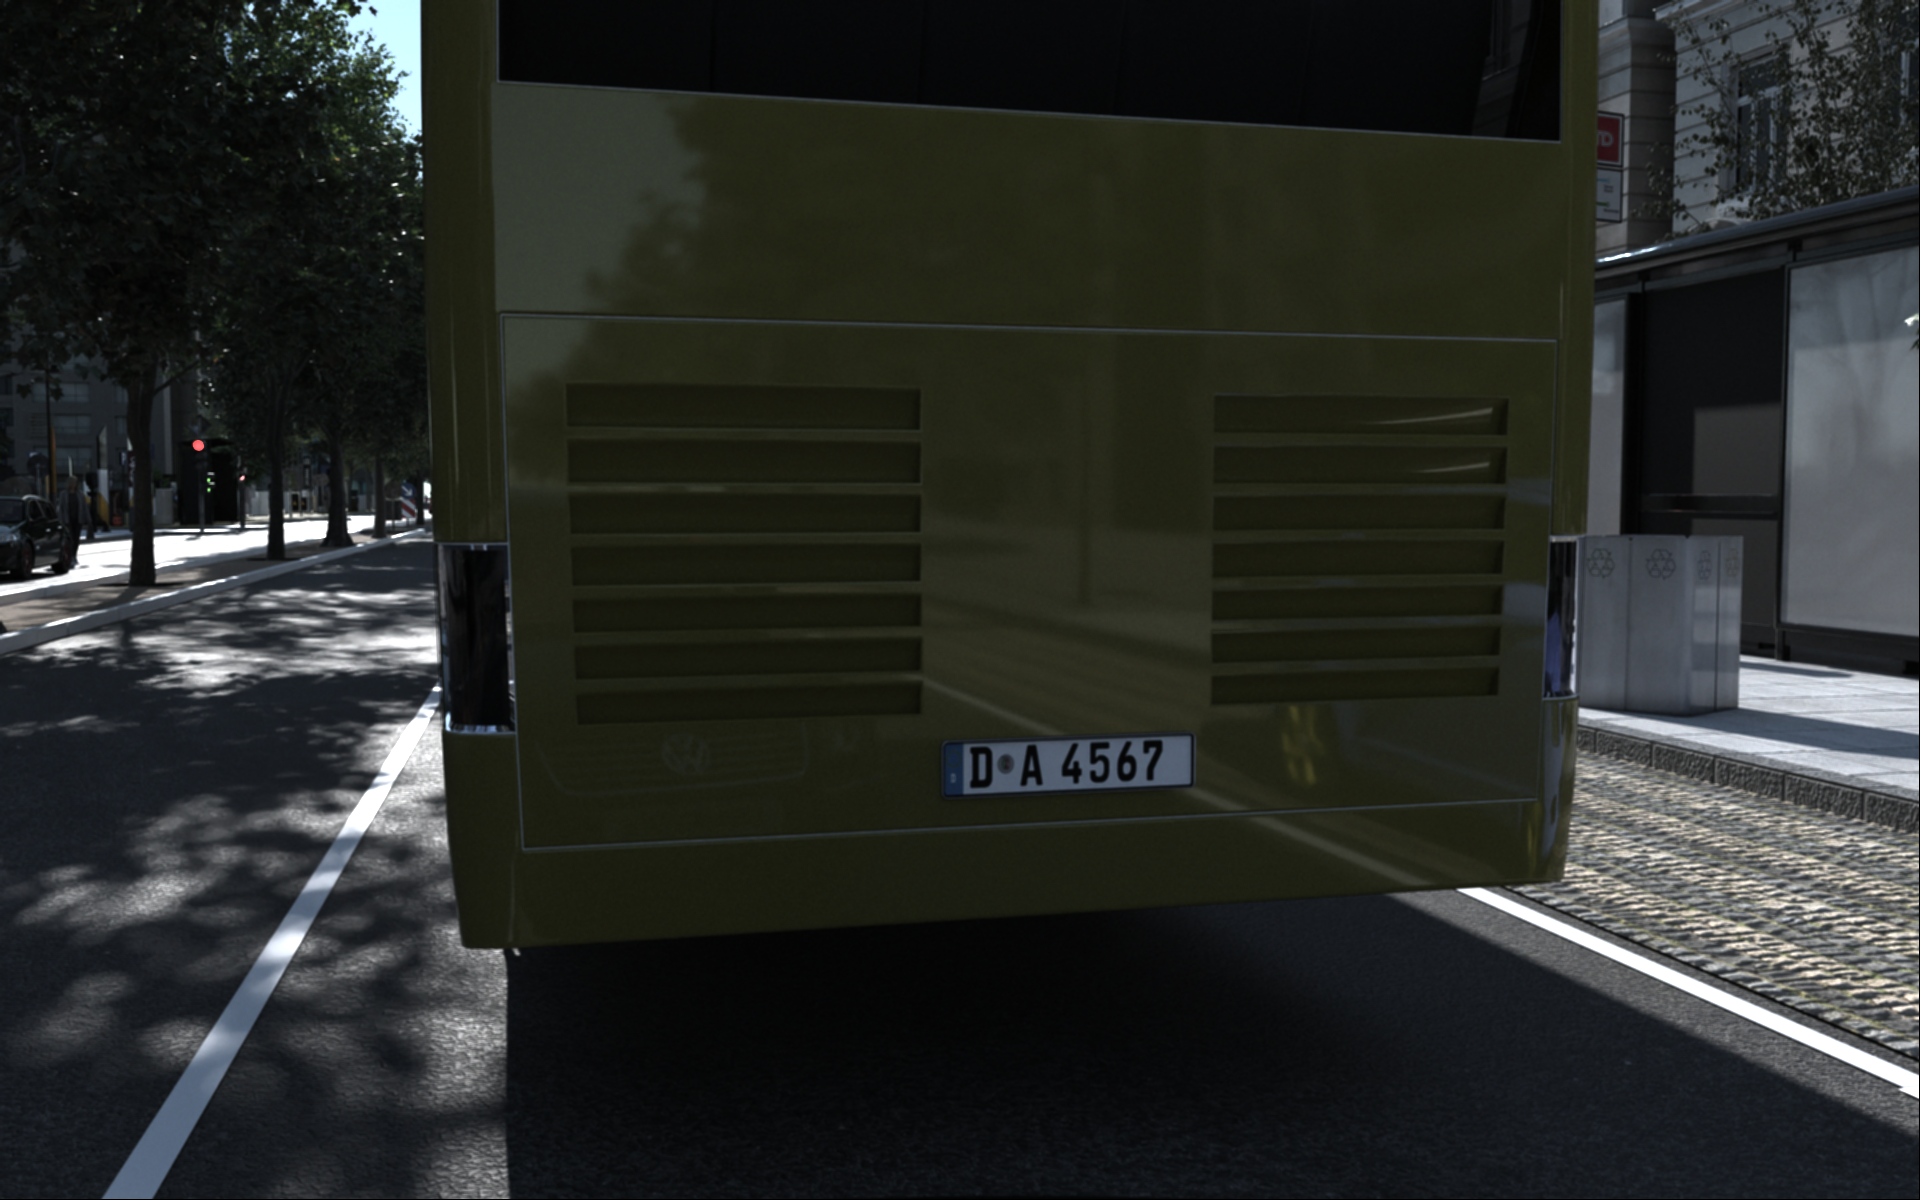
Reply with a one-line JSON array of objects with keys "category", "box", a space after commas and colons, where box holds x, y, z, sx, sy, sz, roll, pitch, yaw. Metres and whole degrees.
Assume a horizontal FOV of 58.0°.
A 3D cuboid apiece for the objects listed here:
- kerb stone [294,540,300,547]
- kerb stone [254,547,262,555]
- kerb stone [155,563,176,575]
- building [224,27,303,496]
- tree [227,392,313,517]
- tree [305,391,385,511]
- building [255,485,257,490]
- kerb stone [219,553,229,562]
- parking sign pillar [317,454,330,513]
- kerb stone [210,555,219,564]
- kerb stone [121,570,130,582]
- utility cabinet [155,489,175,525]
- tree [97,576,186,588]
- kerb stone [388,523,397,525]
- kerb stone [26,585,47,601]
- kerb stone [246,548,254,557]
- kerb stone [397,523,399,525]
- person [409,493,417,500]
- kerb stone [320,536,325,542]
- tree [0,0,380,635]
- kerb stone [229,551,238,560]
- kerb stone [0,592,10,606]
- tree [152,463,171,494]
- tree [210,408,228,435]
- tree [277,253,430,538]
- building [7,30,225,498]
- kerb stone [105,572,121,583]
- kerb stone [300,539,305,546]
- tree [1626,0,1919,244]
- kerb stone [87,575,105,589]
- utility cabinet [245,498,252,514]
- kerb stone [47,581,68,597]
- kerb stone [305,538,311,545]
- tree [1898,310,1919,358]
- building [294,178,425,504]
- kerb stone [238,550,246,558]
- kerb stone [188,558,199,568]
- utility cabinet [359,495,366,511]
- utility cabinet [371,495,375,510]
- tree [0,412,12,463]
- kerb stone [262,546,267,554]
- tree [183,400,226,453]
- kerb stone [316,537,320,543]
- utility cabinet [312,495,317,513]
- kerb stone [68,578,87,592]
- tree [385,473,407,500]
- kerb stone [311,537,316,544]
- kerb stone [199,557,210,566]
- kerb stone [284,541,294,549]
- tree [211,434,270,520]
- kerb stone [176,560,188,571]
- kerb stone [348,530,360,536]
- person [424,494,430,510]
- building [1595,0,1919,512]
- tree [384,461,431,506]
[{"category": "kerb stone", "box": [-17.886, -1.480, 46.394, 0.120, 0.150, 1.000, -1, 4, -13]}, {"category": "kerb stone", "box": [-16.500, -1.114, 40.414, 0.120, 0.150, 1.000, -1, 4, -13]}, {"category": "kerb stone", "box": [-14.438, -0.562, 31.411, 0.120, 0.150, 1.000, -1, 4, -13]}, {"category": "building", "box": [-88.097, -53.200, 182.485, 31.000, 86.520, 22.319, -1, 4, -13]}, {"category": "tree", "box": [-37.853, -8.978, 97.147, 4.737, 8.622, 4.395, 0, 3, 0]}, {"category": "tree", "box": [-44.634, -11.794, 127.248, 7.601, 10.594, 8.767, 0, 4, -5]}, {"category": "building", "box": [-77.124, -44.092, 159.159, 20.563, 71.187, 20.611, -1, 4, -13]}, {"category": "kerb stone", "box": [-15.584, -0.865, 36.396, 0.120, 0.150, 1.000, -1, 4, -13]}, {"category": "parking sign pillar", "box": [-42.373, -7.805, 116.086, 1.447, 3.967, 1.447, 2, 4, 30]}, {"category": "kerb stone", "box": [-15.359, -0.798, 35.400, 0.120, 0.150, 1.000, -1, 4, -13]}, {"category": "kerb stone", "box": [-13.743, -0.380, 28.413, 0.120, 0.150, 1.000, -1, 4, -13]}, {"category": "utility cabinet", "box": [-32.766, -3.836, 71.405, 0.318, 1.500, 1.173, 0, 4, -4]}, {"category": "tree", "box": [-12.539, -6.006, 26.414, 9.928, 11.665, 9.643, 0, 3, 0]}, {"category": "kerb stone", "box": [-24.246, -3.164, 73.921, 0.120, 0.150, 1.000, -1, 4, -13]}, {"category": "kerb stone", "box": [-12.593, -0.072, 23.423, 0.120, 0.150, 1.000, -1, 4, -13]}, {"category": "kerb stone", "box": [-16.277, -1.051, 39.409, 0.120, 0.150, 1.000, -1, 4, -13]}, {"category": "kerb stone", "box": [-24.471, -3.225, 74.926, 0.120, 0.150, 1.000, -1, 4, -13]}, {"category": "person", "box": [-40.628, -7.330, 128.524, 0.592, 1.802, 0.473, 3, 4, 36]}, {"category": "kerb stone", "box": [-19.040, -1.784, 51.377, 0.120, 0.150, 1.000, -1, 4, -13]}, {"category": "tree", "box": [-9.926, -5.958, 16.873, 9.611, 12.733, 9.660, 0, 3, 0]}, {"category": "kerb stone", "box": [-15.810, -0.930, 37.403, 0.120, 0.150, 1.000, -1, 4, -13]}, {"category": "kerb stone", "box": [-12.345, -0.014, 22.431, 0.120, 0.150, 1.000, -1, 4, -13]}, {"category": "tree", "box": [-49.224, -6.834, 106.330, 1.663, 3.219, 1.824, 0, 3, 0]}, {"category": "tree", "box": [-57.393, -11.403, 136.795, 4.360, 8.622, 3.978, 0, 3, 0]}, {"category": "tree", "box": [-18.939, -8.281, 55.980, 7.486, 12.596, 7.792, 0, 3, 0]}, {"category": "building", "box": [-69.148, -28.114, 143.262, 14.154, 41.232, 14.086, -1, 4, -13]}, {"category": "kerb stone", "box": [-13.515, -0.319, 27.414, 0.120, 0.150, 1.000, -1, 4, -13]}, {"category": "kerb stone", "box": [-18.121, -1.541, 47.389, 0.120, 0.150, 1.000, -1, 4, -13]}, {"category": "tree", "box": [10.075, -4.238, 19.649, 4.360, 8.622, 3.978, 0, 3, 0]}, {"category": "kerb stone", "box": [-13.278, -0.251, 26.412, 0.120, 0.150, 1.000, -1, 4, -13]}, {"category": "utility cabinet", "box": [-44.987, -6.017, 109.534, 1.020, 1.237, 0.306, 0, 4, -7]}, {"category": "kerb stone", "box": [-12.816, -0.132, 24.420, 0.120, 0.150, 1.000, -1, 4, -13]}, {"category": "kerb stone", "box": [-18.351, -1.602, 48.385, 0.120, 0.150, 1.000, -1, 4, -13]}, {"category": "tree", "box": [5.059, -0.817, 7.957, 1.663, 3.219, 1.824, 0, 3, 0]}, {"category": "building", "box": [-90.241, -38.122, 242.902, 30.456, 49.044, 23.786, -1, 4, -13]}, {"category": "kerb stone", "box": [-16.049, -0.988, 38.410, 0.120, 0.150, 1.000, -1, 4, -13]}, {"category": "kerb stone", "box": [-14.887, -0.681, 33.405, 0.120, 0.150, 1.000, -1, 4, -13]}, {"category": "utility cabinet", "box": [-45.790, -7.388, 131.963, 1.020, 1.237, 0.306, 0, 4, 6]}, {"category": "utility cabinet", "box": [-47.073, -7.877, 139.956, 1.020, 1.237, 0.306, 2, 4, 26]}, {"category": "tree", "box": [-25.497, -3.617, 42.849, 4.285, 4.588, 4.351, 0, 3, 0]}, {"category": "kerb stone", "box": [-16.739, -1.175, 41.410, 0.120, 0.150, 1.000, -1, 4, -13]}, {"category": "tree", "box": [-53.658, -10.665, 124.730, 4.737, 8.622, 4.395, 0, 3, 0]}, {"category": "kerb stone", "box": [-18.816, -1.719, 50.379, 0.120, 0.150, 1.000, -1, 4, -13]}, {"category": "utility cabinet", "box": [-43.986, -6.561, 118.430, 0.306, 1.237, 1.020, 0, 4, -2]}, {"category": "kerb stone", "box": [-13.044, -0.197, 25.416, 0.120, 0.150, 1.000, -1, 4, -13]}, {"category": "tree", "box": [-55.198, -13.590, 172.558, 4.737, 8.622, 4.395, 0, 3, 0]}, {"category": "kerb stone", "box": [-18.578, -1.660, 49.382, 0.120, 0.150, 1.000, -1, 4, -13]}, {"category": "kerb stone", "box": [-15.122, -0.747, 34.404, 0.120, 0.150, 1.000, -1, 4, -13]}, {"category": "kerb stone", "box": [-17.661, -1.419, 45.397, 0.120, 0.150, 1.000, -1, 4, -13]}, {"category": "tree", "box": [-35.783, -6.247, 85.848, 4.285, 4.588, 4.351, 0, 3, 0]}, {"category": "kerb stone", "box": [-14.663, -0.616, 32.408, 0.120, 0.150, 1.000, -1, 4, -13]}, {"category": "kerb stone", "box": [-21.119, -2.334, 60.360, 0.120, 0.150, 1.000, -1, 4, -13]}, {"category": "person", "box": [-49.038, -9.018, 159.165, 0.991, 1.433, 0.599, -1, 4, -10]}, {"category": "building", "box": [17.530, -15.901, 45.892, 13.634, 28.700, 20.117, -1, 4, -13]}, {"category": "tree", "box": [-58.303, -17.122, 186.605, 9.857, 13.997, 8.962, 0, 3, 0]}]
